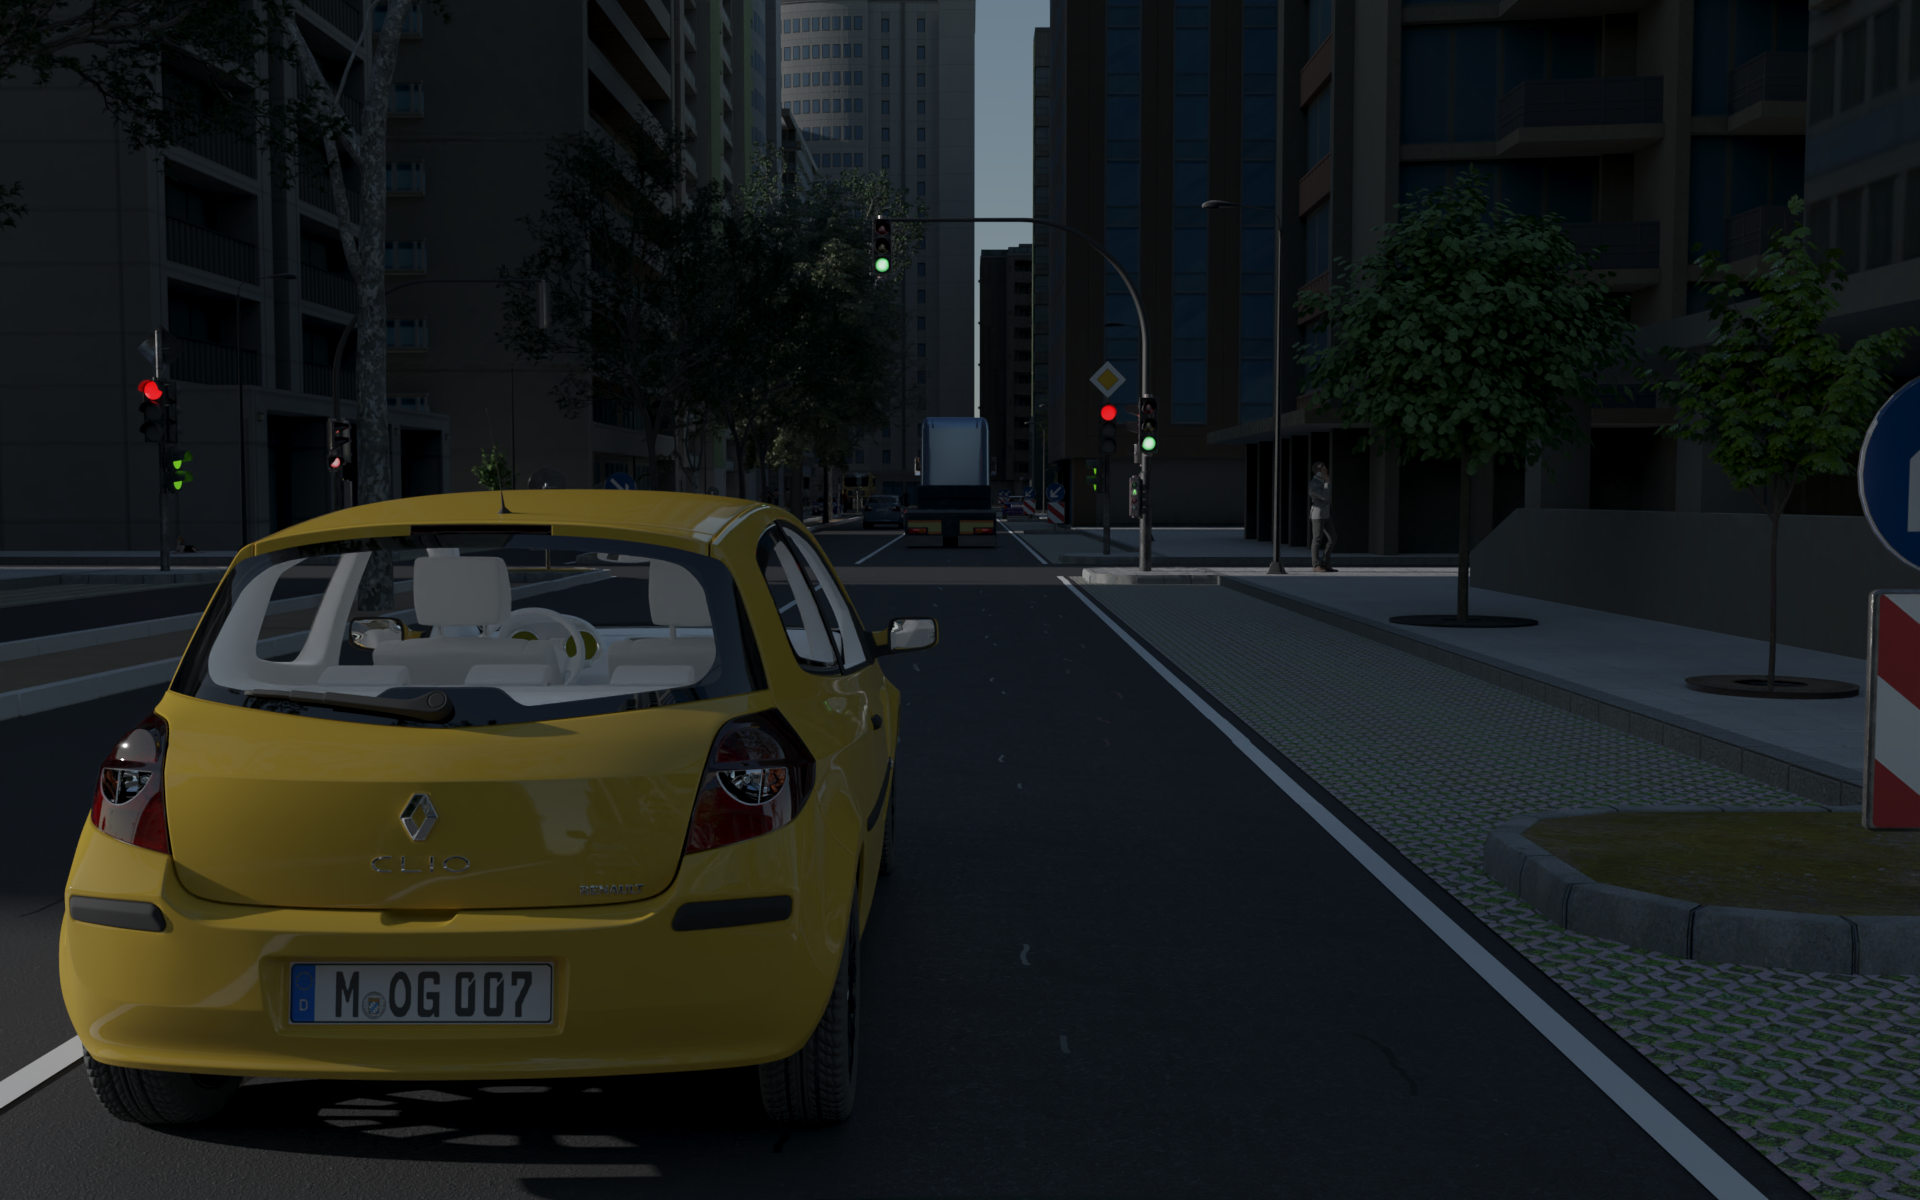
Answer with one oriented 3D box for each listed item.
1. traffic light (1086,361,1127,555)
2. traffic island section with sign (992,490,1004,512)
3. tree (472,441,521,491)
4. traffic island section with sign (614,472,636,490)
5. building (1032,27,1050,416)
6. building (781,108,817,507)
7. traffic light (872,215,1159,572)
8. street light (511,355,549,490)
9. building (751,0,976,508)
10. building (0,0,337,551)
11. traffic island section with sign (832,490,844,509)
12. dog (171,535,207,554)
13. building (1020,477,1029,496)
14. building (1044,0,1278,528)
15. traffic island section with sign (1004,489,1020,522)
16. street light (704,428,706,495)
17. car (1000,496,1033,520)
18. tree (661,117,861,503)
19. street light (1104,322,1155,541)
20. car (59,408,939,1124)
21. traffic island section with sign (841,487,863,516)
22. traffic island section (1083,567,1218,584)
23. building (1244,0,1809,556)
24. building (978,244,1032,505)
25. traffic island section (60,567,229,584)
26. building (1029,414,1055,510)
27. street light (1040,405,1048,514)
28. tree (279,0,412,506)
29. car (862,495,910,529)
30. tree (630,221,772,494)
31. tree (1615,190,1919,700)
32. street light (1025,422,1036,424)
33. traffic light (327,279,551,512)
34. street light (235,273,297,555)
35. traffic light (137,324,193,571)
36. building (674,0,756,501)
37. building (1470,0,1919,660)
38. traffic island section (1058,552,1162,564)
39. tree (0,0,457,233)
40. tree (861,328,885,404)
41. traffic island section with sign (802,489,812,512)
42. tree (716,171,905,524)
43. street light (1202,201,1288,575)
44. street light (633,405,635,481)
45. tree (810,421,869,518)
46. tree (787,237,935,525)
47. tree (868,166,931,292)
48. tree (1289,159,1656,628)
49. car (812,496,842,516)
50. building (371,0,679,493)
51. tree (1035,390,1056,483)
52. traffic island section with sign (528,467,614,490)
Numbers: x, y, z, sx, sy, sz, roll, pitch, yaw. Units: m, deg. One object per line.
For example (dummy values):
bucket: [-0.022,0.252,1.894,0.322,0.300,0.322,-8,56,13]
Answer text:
traffic light: [3.093,-2.918,36.624,0.839,4.253,0.868,0,4,0]
traffic island section with sign: [3.820,-9.614,165.816,1.989,1.847,2.006,0,4,0]
tree: [-16.813,-4.198,63.242,1.663,3.219,1.824,0,3,0]
traffic island section with sign: [-7.018,-1.732,36.453,2.006,1.907,1.989,0,4,0]
building: [13.454,-28.880,155.787,14.154,41.232,14.086,0,4,0]
building: [-26.665,-29.324,171.333,23.993,40.220,32.217,0,4,0]
traffic light: [0.958,-3.293,28.509,4.771,5.953,1.251,0,4,0]
street light: [-14.431,-5.228,58.024,1.470,5.913,1.316,0,4,0]
building: [-12.299,-40.505,204.261,28.212,58.520,21.231,0,4,0]
building: [-26.022,-37.246,47.217,20.563,71.187,20.611,0,4,0]
traffic island section with sign: [-12.182,-9.703,167.274,1.989,1.847,2.006,0,4,0]
dog: [-16.674,-1.206,37.451,0.748,0.427,0.550,-2,4,-25]
building: [22.397,-29.576,175.451,32.217,40.220,23.993,0,4,0]
building: [10.996,-25.845,72.673,14.600,45.320,14.200,0,4,0]
traffic island section with sign: [3.417,-4.913,88.950,1.989,1.847,2.006,0,4,0]
street light: [-14.345,-7.867,101.171,1.470,5.913,1.316,0,4,0]
car: [3.252,-5.239,98.241,1.945,1.354,3.894,0,4,2]
tree: [-6.996,-6.317,40.150,8.767,10.594,7.601,0,4,0]
street light: [4.595,-4.551,46.954,1.470,5.913,1.316,0,4,0]
car: [-1.079,0.297,5.370,2.015,1.641,3.980,0,3,0]
traffic island section with sign: [-6.629,-6.327,111.590,2.006,1.907,1.989,0,4,0]
traffic island section: [3.091,-0.396,28.753,2.009,0.180,2.903,0,4,0]
building: [21.424,-23.830,44.242,28.867,44.769,22.147,0,4,0]
building: [9.184,-26.360,202.687,14.107,30.474,14.160,0,4,0]
traffic island section: [-13.250,-0.401,28.844,2.009,0.180,2.903,0,4,0]
building: [17.090,-50.105,131.884,22.319,86.520,31.000,0,4,0]
street light: [4.838,-7.190,90.098,1.470,5.913,1.316,0,4,0]
tree: [-8.383,-9.980,21.524,12.611,20.169,13.585,0,3,0]
car: [-3.130,-3.721,72.838,2.014,1.417,4.499,0,4,1]
tree: [-7.094,-5.716,46.279,4.360,8.622,3.978,0,3,0]
tree: [5.316,-1.008,11.085,1.663,3.219,1.824,0,3,0]
street light: [4.887,-8.515,111.763,1.470,5.913,1.316,0,4,0]
traffic light: [-11.076,-3.795,36.718,4.771,5.953,1.251,0,4,0]
street light: [-14.647,-3.918,36.593,1.470,5.913,1.316,0,4,0]
traffic light: [-13.210,-2.434,28.709,0.839,4.253,0.868,0,4,0]
building: [-22.011,-26.637,119.107,14.154,41.232,14.086,0,4,0]
building: [23.127,-19.808,15.744,32.217,40.220,23.993,0,4,0]
traffic island section: [3.133,-0.884,36.738,2.009,0.180,2.903,0,4,0]
tree: [-7.096,-4.572,11.623,8.767,10.594,7.601,0,4,0]
tree: [-6.510,-7.069,52.455,8.767,10.594,7.601,0,4,0]
traffic island section with sign: [-12.343,-8.002,139.463,1.989,1.847,2.006,0,4,0]
tree: [-6.611,-9.796,69.271,9.857,13.997,8.962,0,3,0]
street light: [4.535,-3.366,27.583,1.470,5.913,1.316,0,4,0]
street light: [-14.421,-6.541,79.482,1.470,5.913,1.316,0,4,0]
tree: [-7.156,-9.127,102.053,4.360,8.622,3.978,0,3,0]
tree: [-6.261,-10.261,80.599,12.009,13.543,11.850,0,3,0]
tree: [-8.252,-14.360,93.137,12.611,20.169,13.585,0,3,0]
tree: [5.057,-2.040,17.066,4.285,4.588,4.351,0,3,0]
car: [-8.880,-6.309,115.732,1.945,1.354,3.894,0,4,2]
building: [-25.133,-27.722,76.955,21.300,48.544,21.600,0,4,0]
tree: [6.832,-10.129,115.975,4.737,8.622,4.395,0,3,0]
traffic island section with sign: [-7.066,-1.279,29.046,2.006,1.907,1.989,0,4,0]
